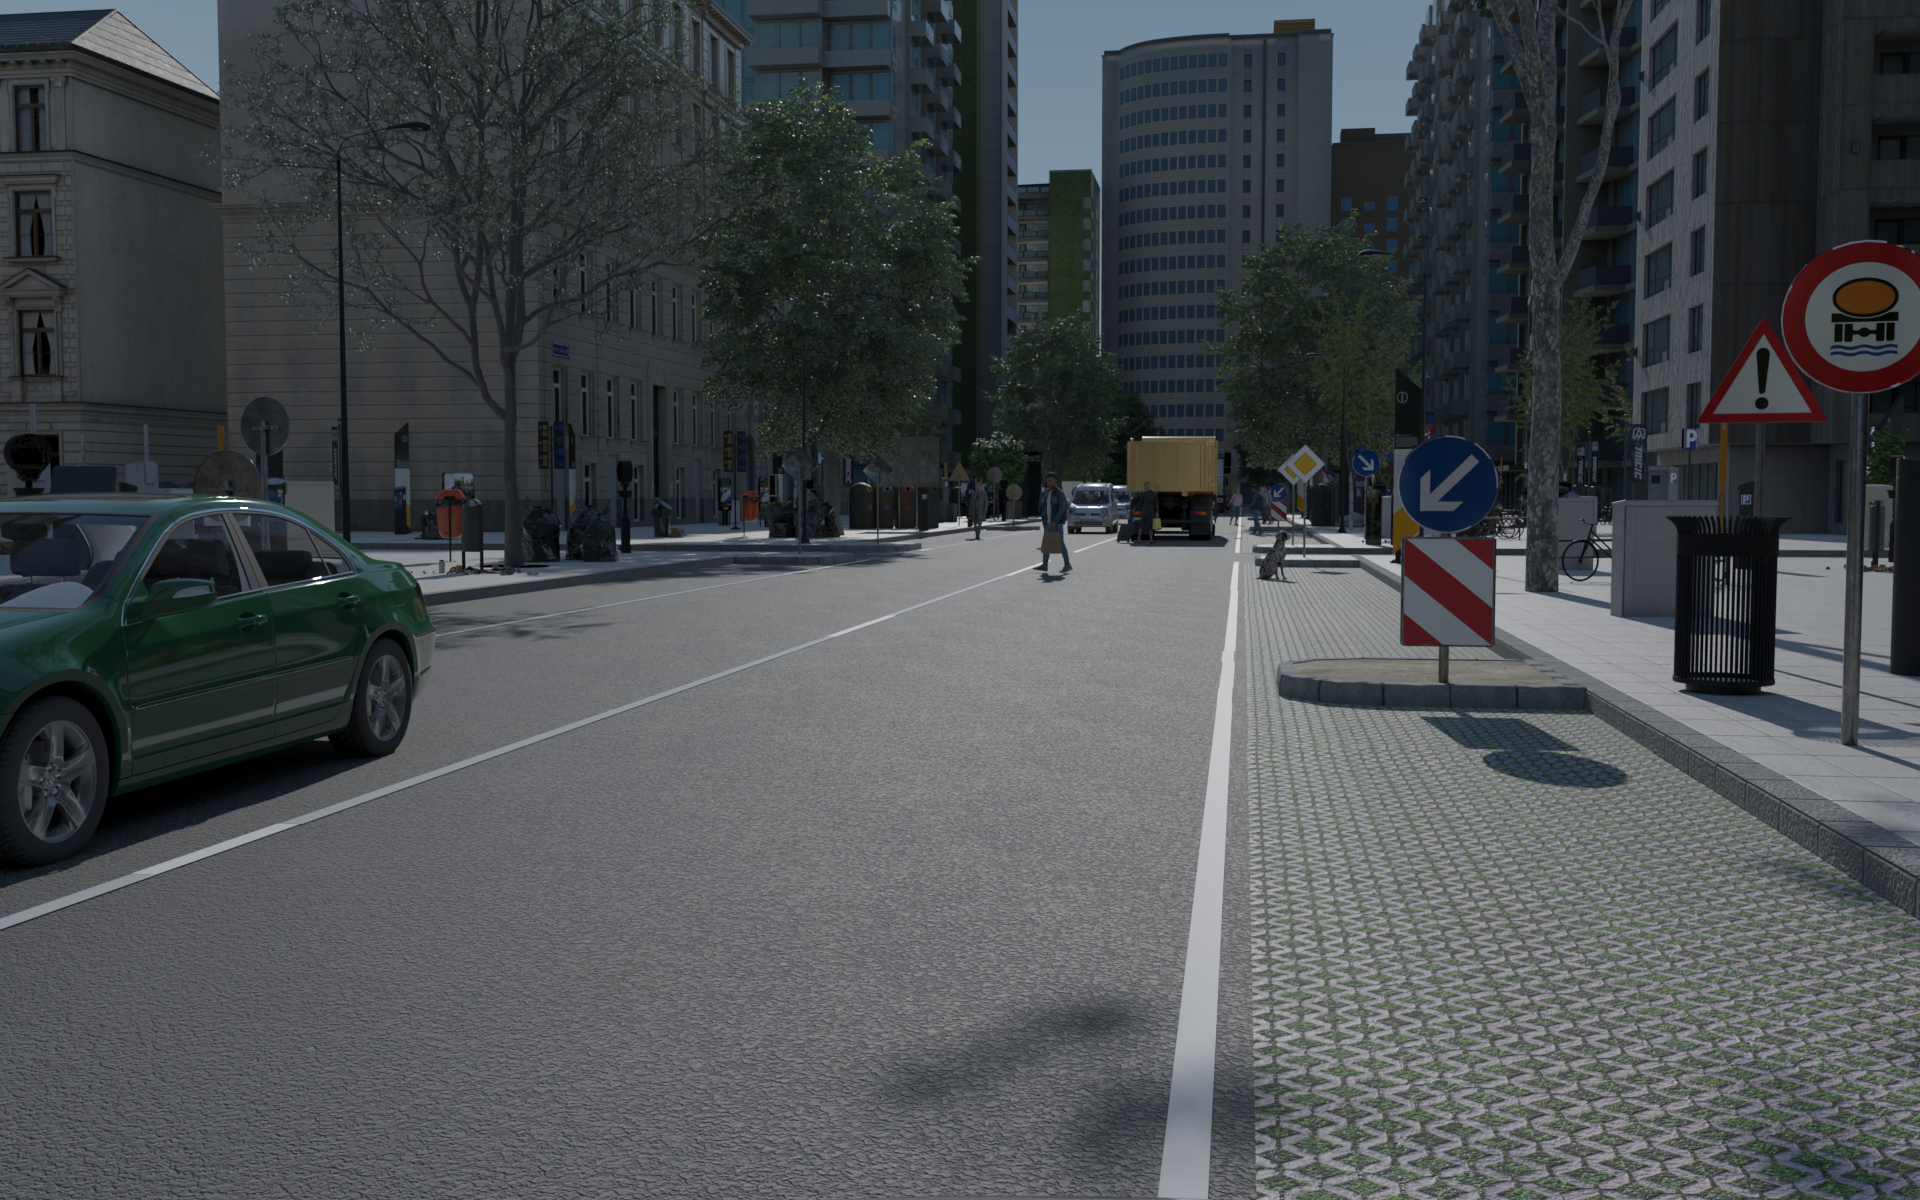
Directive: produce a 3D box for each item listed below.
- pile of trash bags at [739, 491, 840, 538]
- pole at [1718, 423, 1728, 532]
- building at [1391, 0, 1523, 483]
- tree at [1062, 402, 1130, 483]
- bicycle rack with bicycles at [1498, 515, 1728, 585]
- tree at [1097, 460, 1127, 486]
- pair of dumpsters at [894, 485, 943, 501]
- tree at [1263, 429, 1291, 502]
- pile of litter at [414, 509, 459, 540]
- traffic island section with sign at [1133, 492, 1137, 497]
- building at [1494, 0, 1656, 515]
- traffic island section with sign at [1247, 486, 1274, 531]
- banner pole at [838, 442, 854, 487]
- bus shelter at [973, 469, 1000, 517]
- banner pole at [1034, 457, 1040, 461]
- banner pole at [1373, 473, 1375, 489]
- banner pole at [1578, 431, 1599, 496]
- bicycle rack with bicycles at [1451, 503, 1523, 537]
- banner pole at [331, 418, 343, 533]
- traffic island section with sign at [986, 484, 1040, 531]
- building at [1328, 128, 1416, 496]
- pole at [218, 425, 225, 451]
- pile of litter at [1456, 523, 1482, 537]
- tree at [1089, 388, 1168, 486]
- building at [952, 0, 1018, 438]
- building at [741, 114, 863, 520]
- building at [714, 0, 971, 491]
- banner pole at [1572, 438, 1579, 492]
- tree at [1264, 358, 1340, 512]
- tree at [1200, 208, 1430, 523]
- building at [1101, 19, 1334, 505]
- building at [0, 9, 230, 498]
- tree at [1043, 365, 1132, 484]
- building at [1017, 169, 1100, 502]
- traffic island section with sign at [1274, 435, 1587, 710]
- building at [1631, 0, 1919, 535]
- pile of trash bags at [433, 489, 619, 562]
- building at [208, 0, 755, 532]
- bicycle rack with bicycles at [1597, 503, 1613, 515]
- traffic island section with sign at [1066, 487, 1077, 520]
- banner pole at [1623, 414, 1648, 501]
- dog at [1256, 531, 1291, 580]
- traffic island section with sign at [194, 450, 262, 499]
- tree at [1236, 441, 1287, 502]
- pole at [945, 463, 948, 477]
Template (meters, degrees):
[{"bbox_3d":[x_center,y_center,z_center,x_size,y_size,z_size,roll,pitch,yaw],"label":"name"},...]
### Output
[{"bbox_3d":[-5.193,-2.553,51.488,3.447,1.369,1.912,2,4,33],"label":"pile of trash bags"},{"bbox_3d":[18.012,-2.878,40.897,0.158,3.312,0.155,0,3,0],"label":"pole"},{"bbox_3d":[53.478,-33.147,161.567,23.786,49.044,30.456,1,4,9],"label":"building"},{"bbox_3d":[11.655,-13.256,151.145,7.601,10.594,8.767,2,4,27],"label":"tree"},{"bbox_3d":[9.890,-0.703,24.871,2.925,0.926,2.852,-1,4,-21],"label":"bicycle rack with bicycles"},{"bbox_3d":[14.324,-10.927,162.373,4.285,4.588,4.351,0,3,0],"label":"tree"},{"bbox_3d":[-1.875,-4.485,75.822,1.574,2.255,4.437,1,4,9],"label":"pair of dumpsters"},{"bbox_3d":[30.338,-13.096,164.480,4.360,8.622,3.978,0,3,0],"label":"tree"},{"bbox_3d":[-14.788,-2.138,48.916,1.176,0.858,1.719,-2,4,-25],"label":"pile of litter"},{"bbox_3d":[14.575,-8.343,145.032,1.989,1.847,2.006,1,4,9],"label":"traffic island section with sign"},{"bbox_3d":[42.819,-27.118,98.010,22.147,44.769,28.867,1,4,9],"label":"building"},{"bbox_3d":[12.247,-3.585,67.236,1.989,1.847,2.006,1,4,9],"label":"traffic island section with sign"},{"bbox_3d":[-4.863,-5.080,73.070,0.863,3.779,0.401,0,4,-2],"label":"banner pole"},{"bbox_3d":[2.080,-6.738,101.441,1.731,3.624,6.357,1,4,9],"label":"bus shelter"},{"bbox_3d":[4.714,-7.131,106.608,0.401,3.779,0.863,2,4,32],"label":"banner pole"},{"bbox_3d":[25.304,-7.088,105.909,0.401,3.779,0.863,0,4,5],"label":"banner pole"},{"bbox_3d":[25.132,-4.822,68.857,0.401,3.779,0.863,-1,4,-13],"label":"banner pole"},{"bbox_3d":[15.243,-2.212,49.543,2.925,0.926,2.852,2,4,34],"label":"bicycle rack with bicycles"},{"bbox_3d":[-20.352,-4.074,56.627,0.401,3.779,0.863,0,4,3],"label":"banner pole"},{"bbox_3d":[2.153,-3.683,68.843,1.989,1.847,2.006,1,4,9],"label":"traffic island section with sign"},{"bbox_3d":[52.769,-34.519,214.496,14.200,45.320,14.600,1,4,9],"label":"building"},{"bbox_3d":[-21.956,-3.530,51.552,0.158,3.312,0.155,0,3,0],"label":"pole"},{"bbox_3d":[8.625,-0.993,30.194,1.176,0.858,1.719,1,4,16],"label":"pile of litter"},{"bbox_3d":[18.324,-16.555,187.678,9.611,12.733,9.660,0,3,0],"label":"tree"},{"bbox_3d":[-8.576,-38.805,176.454,28.212,58.520,21.231,1,4,9],"label":"building"},{"bbox_3d":[-14.315,-15.458,94.541,13.314,21.916,24.055,1,4,9],"label":"building"},{"bbox_3d":[-12.166,-31.663,137.297,23.786,49.044,30.456,1,4,9],"label":"building"},{"bbox_3d":[27.598,-5.345,77.407,0.863,3.779,0.401,-1,4,-17],"label":"banner pole"},{"bbox_3d":[24.831,-12.265,126.293,9.928,11.665,9.643,0,3,0],"label":"tree"},{"bbox_3d":[15.910,-10.432,77.226,9.857,13.997,8.962,0,3,0],"label":"tree"},{"bbox_3d":[32.338,-41.502,220.559,28.212,58.520,21.231,1,4,9],"label":"building"},{"bbox_3d":[-38.474,-12.283,65.458,19.286,19.102,10.561,1,4,9],"label":"building"},{"bbox_3d":[9.863,-12.829,135.502,9.928,11.665,9.643,0,3,0],"label":"tree"},{"bbox_3d":[10.455,-32.897,221.459,14.086,41.232,14.154,1,4,9],"label":"building"},{"bbox_3d":[3.312,-0.236,12.493,1.989,1.847,2.006,1,4,9],"label":"traffic island section with sign"},{"bbox_3d":[31.278,-17.473,57.385,14.107,30.474,14.160,1,4,9],"label":"building"},{"bbox_3d":[-8.302,-1.435,33.210,3.447,1.369,1.912,-1,4,-11],"label":"pile of trash bags"},{"bbox_3d":[-17.633,-16.685,70.058,12.463,27.353,25.104,1,4,9],"label":"building"},{"bbox_3d":[26.881,-3.523,70.988,2.852,0.926,2.925,1,4,18],"label":"bicycle rack with bicycles"},{"bbox_3d":[6.491,-5.310,95.448,1.989,1.847,2.006,1,4,9],"label":"traffic island section with sign"},{"bbox_3d":[21.127,-3.937,54.382,0.863,3.779,0.401,1,4,19],"label":"banner pole"},{"bbox_3d":[5.133,-0.745,29.010,0.800,0.831,0.513,1,4,10],"label":"dog"},{"bbox_3d":[-6.638,-0.386,14.938,1.989,1.847,2.006,1,4,9],"label":"traffic island section with sign"},{"bbox_3d":[34.893,-16.744,190.766,9.611,12.733,9.660,0,3,0],"label":"tree"},{"bbox_3d":[-0.905,-7.323,113.582,0.158,3.312,0.155,0,3,0],"label":"pole"}]
